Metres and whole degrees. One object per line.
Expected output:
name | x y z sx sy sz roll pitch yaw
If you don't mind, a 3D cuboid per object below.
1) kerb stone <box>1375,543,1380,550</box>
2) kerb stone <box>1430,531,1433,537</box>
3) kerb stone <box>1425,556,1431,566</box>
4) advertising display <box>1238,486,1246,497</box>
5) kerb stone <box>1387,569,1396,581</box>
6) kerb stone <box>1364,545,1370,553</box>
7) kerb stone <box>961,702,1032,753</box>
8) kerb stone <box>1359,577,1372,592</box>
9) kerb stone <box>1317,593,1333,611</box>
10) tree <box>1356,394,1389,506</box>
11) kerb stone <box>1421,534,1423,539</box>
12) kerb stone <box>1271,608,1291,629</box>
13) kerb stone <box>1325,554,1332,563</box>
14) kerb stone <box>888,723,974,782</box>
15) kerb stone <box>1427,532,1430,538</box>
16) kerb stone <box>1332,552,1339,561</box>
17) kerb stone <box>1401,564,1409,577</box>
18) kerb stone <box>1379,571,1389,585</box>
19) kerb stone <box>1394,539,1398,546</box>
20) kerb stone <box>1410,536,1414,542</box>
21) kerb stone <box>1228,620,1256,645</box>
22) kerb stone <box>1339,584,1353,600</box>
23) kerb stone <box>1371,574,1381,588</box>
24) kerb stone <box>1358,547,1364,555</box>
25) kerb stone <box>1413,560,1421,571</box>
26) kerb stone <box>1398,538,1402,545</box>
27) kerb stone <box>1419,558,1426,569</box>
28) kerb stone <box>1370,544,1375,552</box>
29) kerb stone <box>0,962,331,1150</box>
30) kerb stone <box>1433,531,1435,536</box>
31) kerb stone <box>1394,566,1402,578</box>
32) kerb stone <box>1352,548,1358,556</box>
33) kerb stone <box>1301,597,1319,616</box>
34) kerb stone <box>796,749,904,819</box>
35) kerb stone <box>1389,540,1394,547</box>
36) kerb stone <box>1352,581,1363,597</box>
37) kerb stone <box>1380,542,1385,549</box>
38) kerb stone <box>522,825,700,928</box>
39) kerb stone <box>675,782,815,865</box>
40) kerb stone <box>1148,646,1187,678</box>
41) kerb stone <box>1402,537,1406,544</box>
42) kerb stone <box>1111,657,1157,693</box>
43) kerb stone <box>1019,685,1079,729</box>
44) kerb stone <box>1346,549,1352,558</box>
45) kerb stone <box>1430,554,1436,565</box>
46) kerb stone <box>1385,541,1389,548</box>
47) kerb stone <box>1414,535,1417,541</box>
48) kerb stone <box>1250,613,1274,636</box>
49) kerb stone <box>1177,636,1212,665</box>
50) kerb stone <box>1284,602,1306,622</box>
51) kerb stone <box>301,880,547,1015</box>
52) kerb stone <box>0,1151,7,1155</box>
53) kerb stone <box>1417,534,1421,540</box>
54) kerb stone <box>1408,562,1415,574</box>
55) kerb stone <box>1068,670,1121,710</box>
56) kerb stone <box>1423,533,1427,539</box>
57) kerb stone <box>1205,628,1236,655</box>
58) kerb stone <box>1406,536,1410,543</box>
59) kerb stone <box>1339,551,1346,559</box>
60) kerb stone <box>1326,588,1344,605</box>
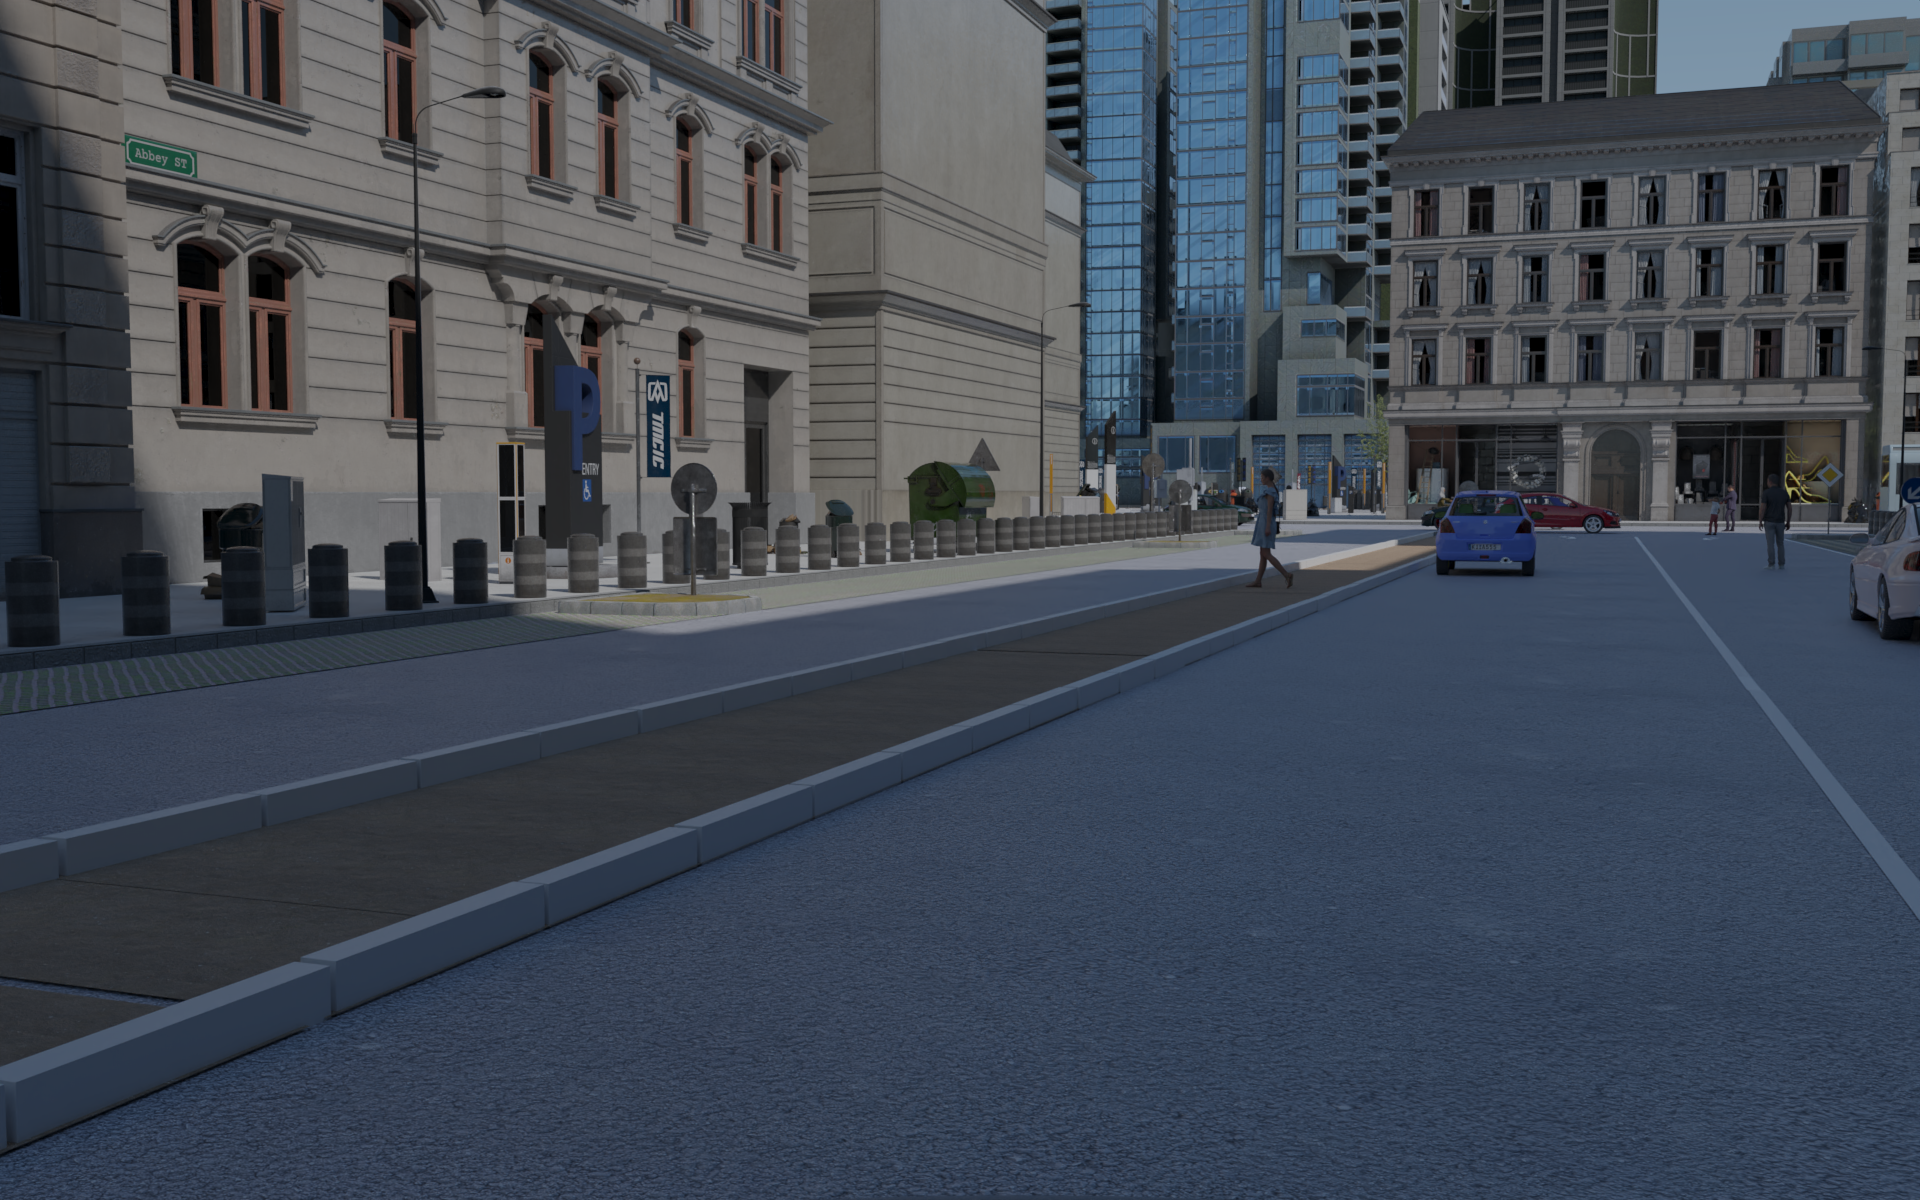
kerb stone | 10.370 -1.306 43.550 0.120 0.150 1.000 1 4 20
kerb stone | 15.381 -2.132 57.062 0.120 0.150 1.000 1 4 20
kerb stone | 9.122 -0.730 34.142 0.120 0.150 1.000 1 4 20
advertising display | 23.668 -8.573 145.389 0.974 1.923 0.123 -3 5 -41
kerb stone | 6.977 -0.376 28.351 0.120 0.150 1.000 1 4 20
kerb stone | 9.658 -1.181 41.629 0.120 0.150 1.000 1 4 20
kerb stone | 0.190 0.742 10.058 0.120 0.150 1.000 1 4 20
kerb stone | 5.901 -0.200 25.461 0.120 0.150 1.000 1 4 20
kerb stone | 4.484 0.041 21.610 0.120 0.150 1.000 1 4 20
tree | 31.187 -10.791 126.796 4.737 8.622 4.395 0 3 0
kerb stone | 14.307 -1.956 54.175 0.120 0.150 1.000 1 4 20
kerb stone | 3.403 0.217 18.728 0.120 0.150 1.000 1 4 20
kerb stone | 7.512 -0.834 35.844 0.120 0.150 1.000 1 4 20
kerb stone | -0.165 0.801 9.097 0.120 0.150 1.000 1 4 20
kerb stone | 15.022 -2.074 56.102 0.120 0.150 1.000 1 4 20
kerb stone | 7.874 -0.890 36.813 0.120 0.150 1.000 1 4 20
kerb stone | 7.698 -0.495 30.281 0.120 0.150 1.000 1 4 20
kerb stone | 6.620 -0.317 27.386 0.120 0.150 1.000 1 4 20
kerb stone | 11.802 -1.542 47.410 0.120 0.150 1.000 1 4 20
kerb stone | 13.241 -1.778 51.265 0.120 0.150 1.000 1 4 20
kerb stone | 2.697 0.331 16.804 0.120 0.150 1.000 1 4 20
kerb stone | 5.183 -0.082 23.537 0.120 0.150 1.000 1 4 20
kerb stone | 6.259 -0.259 26.427 0.120 0.150 1.000 1 4 20
kerb stone | 9.301 -1.127 40.664 0.120 0.150 1.000 1 4 20
kerb stone | 8.411 -0.611 32.219 0.120 0.150 1.000 1 4 20
kerb stone | 12.162 -1.601 48.377 0.120 0.150 1.000 1 4 20
kerb stone | 8.765 -0.672 33.181 0.120 0.150 1.000 1 4 20
kerb stone | 10.016 -1.245 42.589 0.120 0.150 1.000 1 4 20
kerb stone | -1.948 1.100 4.281 0.120 0.150 1.000 1 4 20
kerb stone | 15.740 -2.191 58.022 0.120 0.150 1.000 1 4 20
kerb stone | 7.327 -0.431 29.314 0.120 0.150 1.000 1 4 20
kerb stone | 8.945 -1.067 39.704 0.120 0.150 1.000 1 4 20
kerb stone | 4.115 0.098 20.650 0.120 0.150 1.000 1 4 20
kerb stone | -0.522 0.860 8.128 0.120 0.150 1.000 1 4 20
kerb stone | 11.447 -1.477 46.445 0.120 0.150 1.000 1 4 20
kerb stone | 5.544 -0.134 24.501 0.120 0.150 1.000 1 4 20
kerb stone | 10.726 -1.364 44.511 0.120 0.150 1.000 1 4 20
kerb stone | -1.240 0.982 6.208 0.120 0.150 1.000 1 4 20
kerb stone | -0.879 0.919 7.167 0.120 0.150 1.000 1 4 20
kerb stone | 1.634 0.506 13.917 0.120 0.150 1.000 1 4 20
kerb stone | 12.521 -1.660 49.344 0.120 0.150 1.000 1 4 20
kerb stone | 1.273 0.566 12.949 0.120 0.150 1.000 1 4 20
kerb stone | 0.544 0.683 11.023 0.120 0.150 1.000 1 4 20
kerb stone | 8.587 -1.011 38.738 0.120 0.150 1.000 1 4 20
kerb stone | 9.488 -0.783 35.101 0.120 0.150 1.000 1 4 20
kerb stone | 11.083 -1.425 45.487 0.120 0.150 1.000 1 4 20
kerb stone | 13.589 -1.835 52.235 0.120 0.150 1.000 1 4 20
kerb stone | 3.045 0.272 17.768 0.120 0.150 1.000 1 4 20
kerb stone | 1.980 0.448 14.882 0.120 0.150 1.000 1 4 20
kerb stone | 3.763 0.153 19.688 0.120 0.150 1.000 1 4 20
kerb stone | -1.596 1.037 5.247 0.120 0.150 1.000 1 4 20
kerb stone | -2.305 1.154 3.320 0.120 0.150 1.000 1 4 20
kerb stone | 13.959 -1.897 53.204 0.120 0.150 1.000 1 4 20
kerb stone | 8.049 -0.553 31.243 0.120 0.150 1.000 1 4 20
kerb stone | 0.911 0.624 11.987 0.120 0.150 1.000 1 4 20
kerb stone | 14.672 -2.014 55.132 0.120 0.150 1.000 1 4 20
kerb stone | 2.338 0.389 15.842 0.120 0.150 1.000 1 4 20
kerb stone | 12.877 -1.717 50.305 0.120 0.150 1.000 1 4 20
kerb stone | 8.230 -0.953 37.776 0.120 0.150 1.000 1 4 20
kerb stone | 4.835 -0.023 22.573 0.120 0.150 1.000 1 4 20
